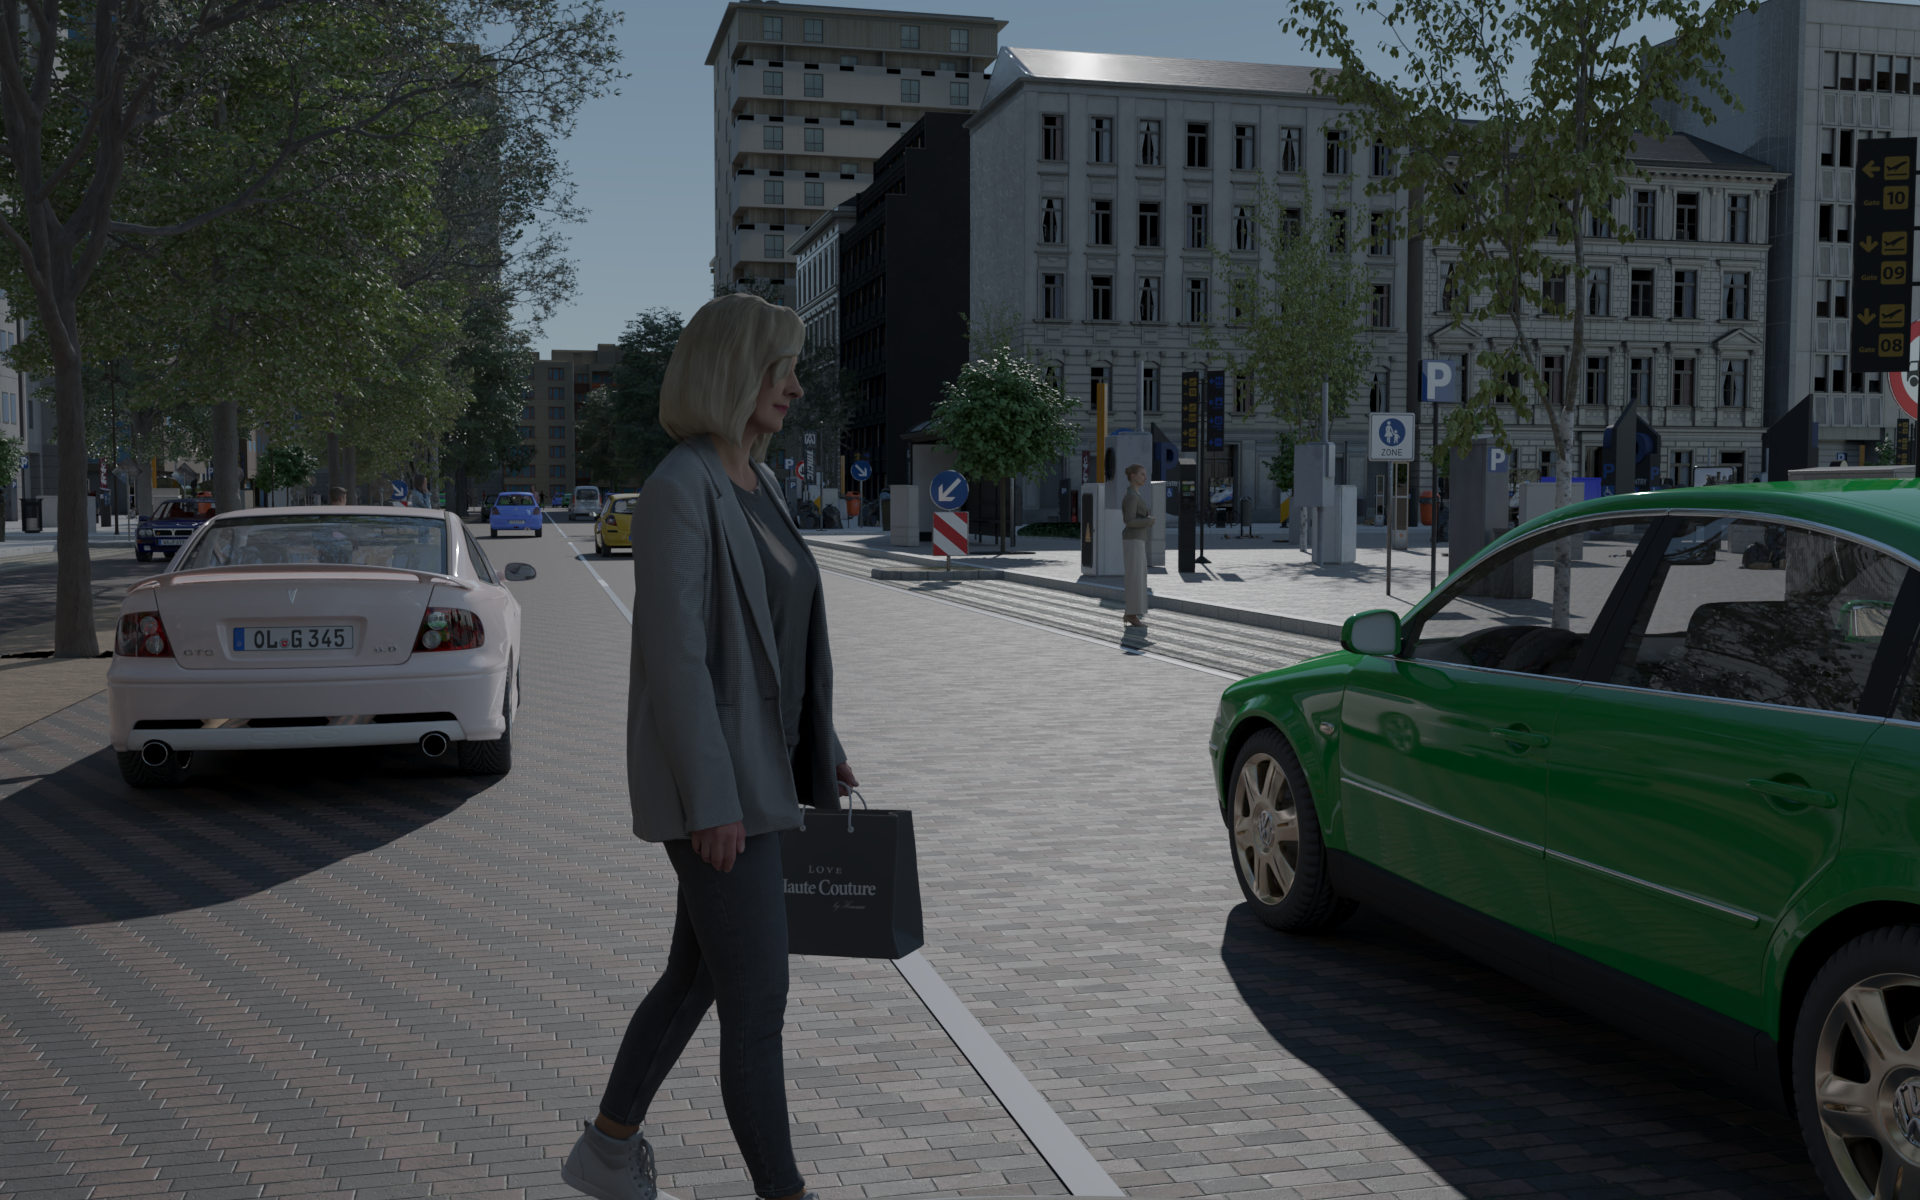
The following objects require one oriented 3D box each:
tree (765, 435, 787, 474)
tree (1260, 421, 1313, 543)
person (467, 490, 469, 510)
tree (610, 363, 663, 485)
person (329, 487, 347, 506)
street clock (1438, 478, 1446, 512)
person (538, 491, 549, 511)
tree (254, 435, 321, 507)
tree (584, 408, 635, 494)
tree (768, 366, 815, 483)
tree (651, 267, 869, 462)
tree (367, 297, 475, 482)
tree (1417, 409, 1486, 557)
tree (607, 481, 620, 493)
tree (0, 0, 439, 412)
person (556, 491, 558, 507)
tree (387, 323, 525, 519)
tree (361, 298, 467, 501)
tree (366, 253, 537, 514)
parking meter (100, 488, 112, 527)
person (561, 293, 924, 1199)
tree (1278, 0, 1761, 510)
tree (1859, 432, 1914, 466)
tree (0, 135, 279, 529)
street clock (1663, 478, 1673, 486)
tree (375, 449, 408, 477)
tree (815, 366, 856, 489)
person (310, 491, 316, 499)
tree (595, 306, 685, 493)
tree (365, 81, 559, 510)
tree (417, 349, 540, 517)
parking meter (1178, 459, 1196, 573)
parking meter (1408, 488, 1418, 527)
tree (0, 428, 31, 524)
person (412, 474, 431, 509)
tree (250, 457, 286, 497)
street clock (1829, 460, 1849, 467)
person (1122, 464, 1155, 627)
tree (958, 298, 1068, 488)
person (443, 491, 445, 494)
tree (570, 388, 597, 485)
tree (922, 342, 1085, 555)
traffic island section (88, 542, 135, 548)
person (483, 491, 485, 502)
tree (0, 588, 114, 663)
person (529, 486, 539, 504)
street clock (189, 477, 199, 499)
[{"bbox_3d":[-14.876,-10.842,127.632,4.737,8.622,4.395,0,3,0],"label":"tree"},{"bbox_3d":[8.831,-3.136,45.877,1.663,3.219,1.824,0,3,0],"label":"tree"},{"bbox_3d":[-44.595,-9.046,156.533,0.705,1.807,1.348,0,4,7],"label":"person"},{"bbox_3d":[-26.534,-14.132,149.184,7.486,12.596,7.792,0,3,0],"label":"tree"},{"bbox_3d":[-7.082,-0.518,19.567,0.503,1.515,0.523,-3,4,-38],"label":"person"},{"bbox_3d":[19.940,-4.105,71.683,0.358,2.002,0.471,2,4,28],"label":"street clock"},{"bbox_3d":[-36.392,-8.659,150.903,1.217,1.723,0.721,0,4,3],"label":"person"},{"bbox_3d":[-36.429,-6.732,93.780,4.285,4.588,4.351,0,3,0],"label":"tree"},{"bbox_3d":[-33.526,-14.544,172.199,8.767,10.594,7.601,1,4,22],"label":"tree"},{"bbox_3d":[-9.336,-7.789,77.717,4.360,8.622,3.978,0,3,0],"label":"tree"},{"bbox_3d":[-7.934,-8.342,70.801,8.767,10.594,7.601,-1,4,-16],"label":"tree"},{"bbox_3d":[-19.523,-6.701,62.374,4.360,8.622,3.978,0,3,0],"label":"tree"},{"bbox_3d":[10.492,-2.498,35.441,1.663,3.219,1.824,0,3,0],"label":"tree"},{"bbox_3d":[-41.286,-12.977,206.768,1.663,3.219,1.824,0,3,0],"label":"tree"},{"bbox_3d":[-10.386,-6.332,24.111,7.486,12.596,7.792,0,3,0],"label":"tree"},{"bbox_3d":[-44.641,-11.164,191.588,0.434,1.755,0.990,0,4,-1],"label":"person"},{"bbox_3d":[-28.686,-10.448,99.030,9.928,11.665,9.643,0,3,0],"label":"tree"},{"bbox_3d":[-18.587,-6.422,57.825,4.737,8.622,4.395,0,3,0],"label":"tree"},{"bbox_3d":[-26.279,-10.990,88.802,9.857,13.997,8.962,0,3,0],"label":"tree"},{"bbox_3d":[-33.320,-3.617,67.547,0.372,1.533,0.369,0,3,0],"label":"parking meter"},{"bbox_3d":[-0.425,0.328,3.316,0.728,1.800,0.709,1,4,18],"label":"person"},{"bbox_3d":[5.183,-3.977,15.392,4.737,8.622,4.395,0,3,0],"label":"tree"},{"bbox_3d":[28.888,-3.637,54.069,1.663,3.219,1.824,0,3,0],"label":"tree"},{"bbox_3d":[-29.210,-9.504,62.054,9.857,13.997,8.962,0,3,0],"label":"tree"},{"bbox_3d":[32.165,-4.533,78.684,0.358,2.002,0.471,0,4,-7],"label":"street clock"},{"bbox_3d":[-59.857,-15.363,185.591,8.767,10.594,7.601,2,4,26],"label":"tree"},{"bbox_3d":[-7.470,-8.866,95.322,4.360,8.622,3.978,0,3,0],"label":"tree"},{"bbox_3d":[-76.055,-11.911,203.950,0.721,1.736,1.217,1,4,17],"label":"person"},{"bbox_3d":[-19.430,-12.866,117.010,9.857,13.997,8.962,0,3,0],"label":"tree"},{"bbox_3d":[-24.634,-13.351,76.641,12.611,20.169,13.585,0,3,0],"label":"tree"},{"bbox_3d":[-31.263,-11.562,108.509,9.611,12.733,9.660,0,3,0],"label":"tree"},{"bbox_3d":[3.718,-1.386,28.365,0.255,1.863,0.399,0,4,1],"label":"parking meter"},{"bbox_3d":[17.668,-3.615,67.518,0.372,1.533,0.369,0,3,0],"label":"parking meter"},{"bbox_3d":[-41.627,-5.531,74.139,4.285,4.588,4.351,0,3,0],"label":"tree"},{"bbox_3d":[-9.810,-1.389,31.476,0.793,1.790,0.793,3,5,42],"label":"person"},{"bbox_3d":[-35.975,-5.848,90.218,1.663,3.219,1.824,0,3,0],"label":"tree"},{"bbox_3d":[18.615,-1.967,36.729,0.471,2.002,0.358,-3,5,-40],"label":"street clock"},{"bbox_3d":[1.914,-0.583,18.584,0.362,1.759,0.519,0,4,6],"label":"person"},{"bbox_3d":[1.741,-7.021,65.155,4.737,8.622,4.395,0,3,0],"label":"tree"},{"bbox_3d":[-48.877,-9.501,164.363,0.617,1.759,0.750,1,4,22],"label":"person"},{"bbox_3d":[-39.934,-17.849,198.488,9.857,13.997,8.962,0,3,0],"label":"tree"},{"bbox_3d":[0.853,-3.269,37.157,4.285,4.588,4.351,0,3,0],"label":"tree"},{"bbox_3d":[-22.624,-1.520,47.128,2.009,0.180,2.903,-1,4,-14],"label":"traffic island section"},{"bbox_3d":[-53.374,-11.374,194.405,0.705,1.831,1.348,0,4,-7],"label":"person"},{"bbox_3d":[-7.672,-6.226,14.627,12.009,13.543,11.850,0,3,0],"label":"tree"},{"bbox_3d":[-19.769,-4.383,80.179,0.555,1.821,0.388,-2,4,-30],"label":"person"},{"bbox_3d":[-32.297,-4.188,73.047,0.358,2.002,0.471,-2,4,-27],"label":"street clock"}]
